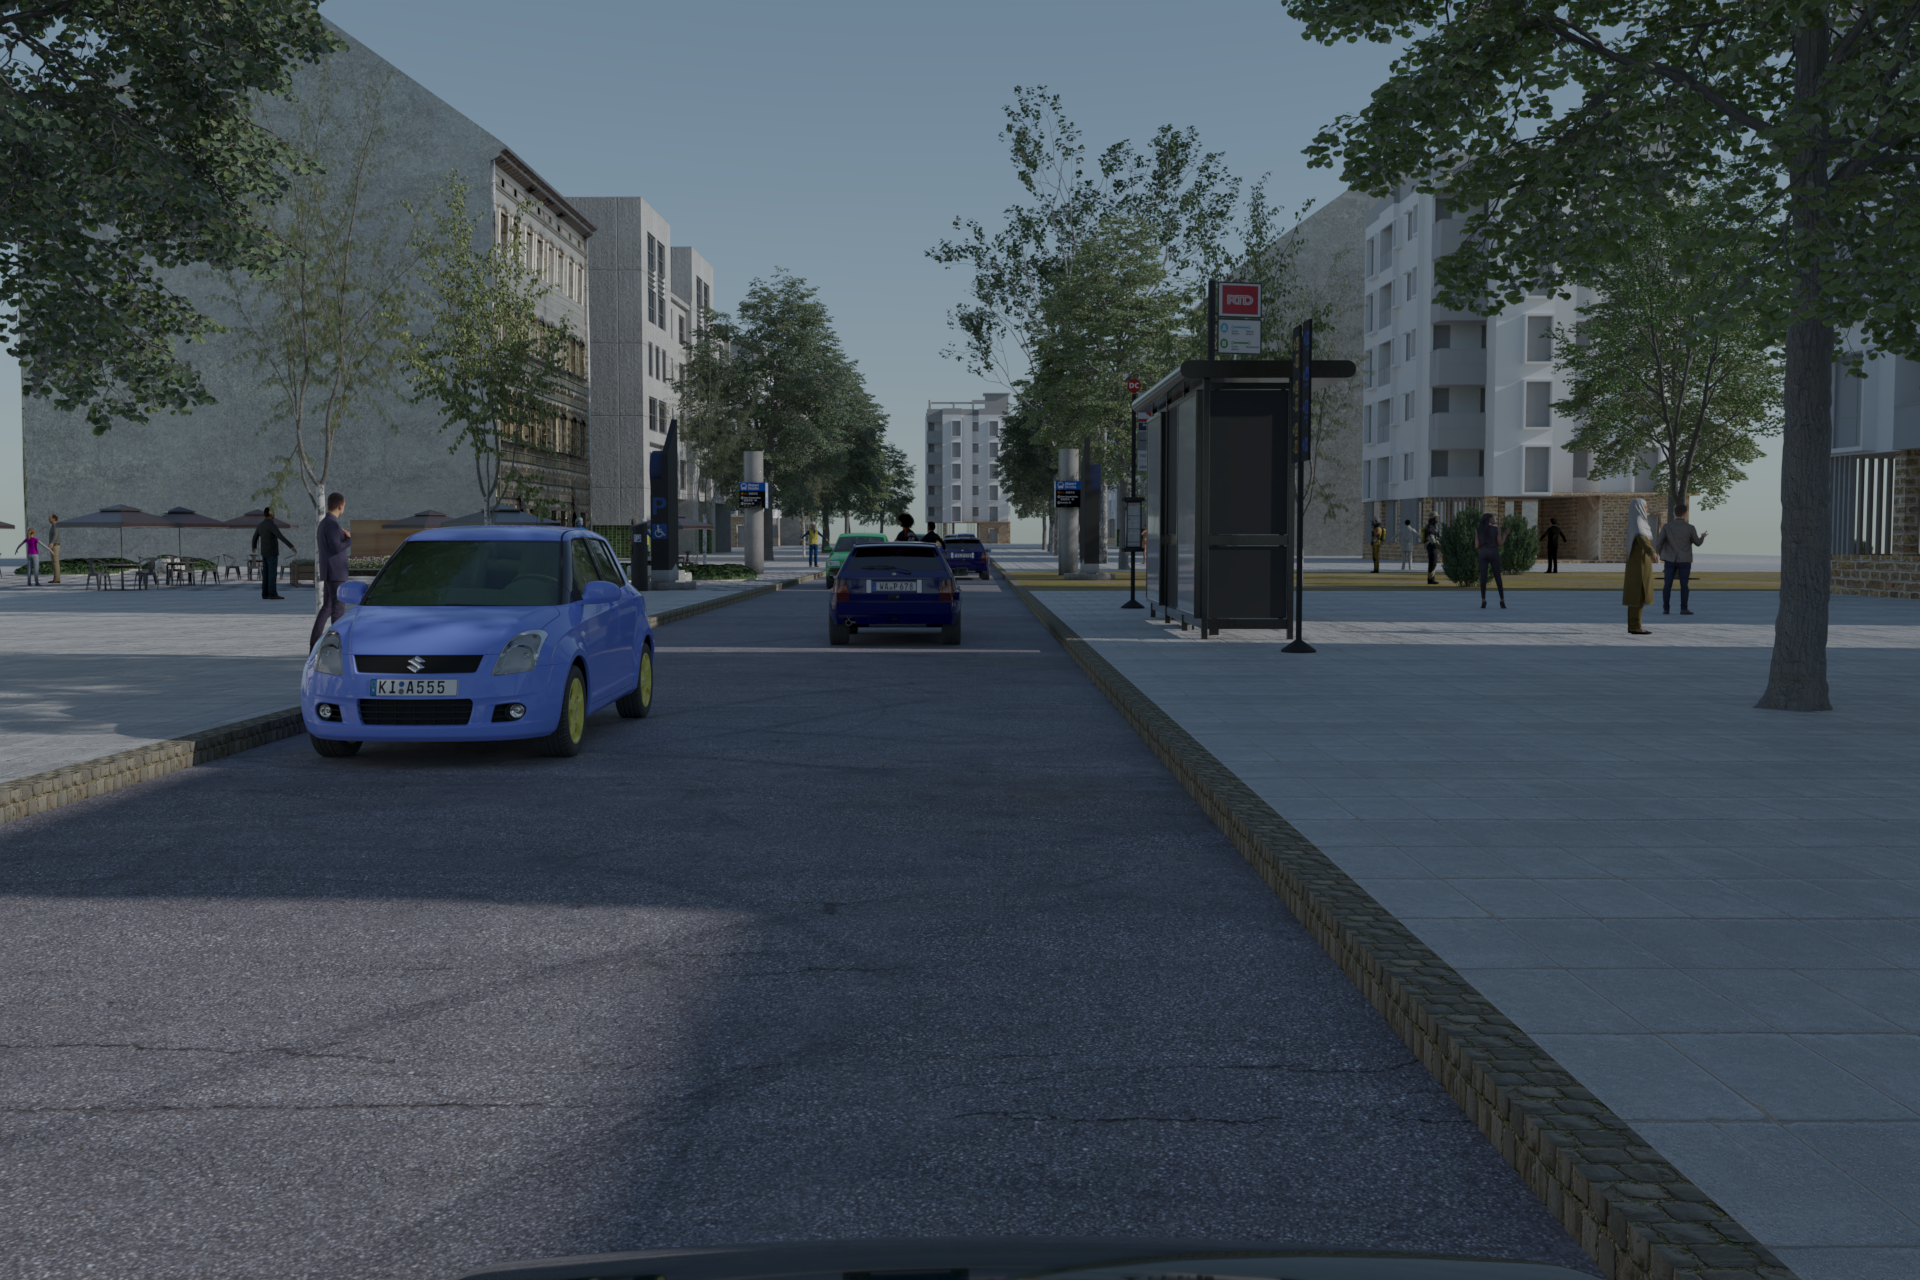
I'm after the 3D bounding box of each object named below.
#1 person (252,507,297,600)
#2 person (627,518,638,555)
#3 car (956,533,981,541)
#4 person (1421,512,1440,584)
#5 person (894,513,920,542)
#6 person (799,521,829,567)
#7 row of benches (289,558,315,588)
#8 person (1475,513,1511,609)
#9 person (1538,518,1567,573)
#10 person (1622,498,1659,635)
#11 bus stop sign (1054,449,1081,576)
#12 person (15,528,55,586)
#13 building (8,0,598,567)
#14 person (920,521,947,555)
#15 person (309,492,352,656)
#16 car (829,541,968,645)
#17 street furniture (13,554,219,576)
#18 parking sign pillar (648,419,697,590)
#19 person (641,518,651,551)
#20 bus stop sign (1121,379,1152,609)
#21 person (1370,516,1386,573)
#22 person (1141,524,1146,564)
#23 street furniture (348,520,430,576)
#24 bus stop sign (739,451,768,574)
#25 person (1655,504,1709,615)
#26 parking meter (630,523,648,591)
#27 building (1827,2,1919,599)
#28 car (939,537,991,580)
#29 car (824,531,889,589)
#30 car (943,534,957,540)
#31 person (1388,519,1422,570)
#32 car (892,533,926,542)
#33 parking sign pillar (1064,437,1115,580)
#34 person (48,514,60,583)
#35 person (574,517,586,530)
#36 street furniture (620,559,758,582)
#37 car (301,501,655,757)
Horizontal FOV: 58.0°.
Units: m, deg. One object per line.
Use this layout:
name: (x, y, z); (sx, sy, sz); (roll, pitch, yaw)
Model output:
person: (-13.530, -1.710, 34.017); (1.348, 1.821, 0.705); (2, 4, 33)
person: (-10.716, -3.111, 56.998); (0.705, 1.813, 1.348); (-1, 4, -22)
car: (0.350, -6.117, 109.597); (1.945, 1.707, 3.694); (0, 4, -1)
person: (12.107, -2.353, 44.256); (0.705, 1.856, 1.354); (1, 4, 18)
person: (-1.078, -1.514, 33.362); (0.704, 1.843, 1.345); (2, 4, 33)
person: (-5.671, -3.718, 67.252); (1.216, 1.772, 0.721); (-2, 4, -25)
row of benches: (-16.311, -1.695, 43.169); (1.422, 0.672, 4.104); (-1, 4, -23)
person: (9.179, -1.368, 29.875); (0.593, 1.643, 0.415); (-1, 4, -17)
person: (19.298, -3.075, 56.460); (1.347, 1.806, 0.705); (-2, 4, -24)
person: (8.774, -0.943, 22.194); (0.721, 1.736, 1.217); (1, 4, 12)
bus stop sign: (3.363, -3.957, 53.714); (0.837, 3.901, 0.837); (0, 4, 1)
person: (-22.861, -2.049, 42.764); (0.991, 1.433, 0.599); (0, 4, 2)
building: (-27.483, -15.014, 76.405); (19.493, 23.208, 18.063); (0, 4, -1)
person: (-0.763, -1.999, 41.870); (1.216, 1.740, 0.721); (-3, 5, -43)
person: (-6.472, -0.669, 17.906); (0.530, 1.710, 0.541); (-1, 4, -20)
car: (-0.854, -0.683, 23.749); (1.945, 1.354, 3.894); (0, 4, -1)
street furniture: (-28.113, -2.580, 57.804); (5.734, 0.657, 10.072); (-1, 4, -16)
parking sign pillar: (-6.837, -3.155, 40.059); (1.447, 3.967, 1.447); (0, 4, 1)
person: (-11.148, -3.381, 61.254); (1.349, 1.833, 0.705); (3, 5, 44)
bus stop sign: (3.205, -2.515, 29.817); (0.855, 3.939, 0.416); (0, 3, 0)
person: (13.626, -3.124, 56.845); (0.705, 1.858, 1.354); (1, 4, 15)
person: (7.953, -4.140, 74.493); (1.217, 1.733, 0.721); (-2, 4, -34)
street furniture: (-18.099, -2.971, 55.429); (9.812, 1.723, 11.010); (0, 4, -6)
bus stop sign: (-6.584, -4.053, 55.283); (0.837, 3.901, 0.837); (0, 4, -1)
person: (11.561, -1.294, 27.732); (0.617, 1.759, 0.750); (3, 5, 44)
parking meter: (-7.216, -1.868, 38.952); (0.372, 1.533, 0.369); (0, 3, 0)
building: (23.650, -10.971, 35.796); (16.016, 20.090, 11.380); (0, 4, 0)
car: (0.042, -2.618, 55.378); (1.945, 1.354, 3.894); (0, 4, -1)
car: (-2.638, -2.324, 46.798); (1.959, 1.807, 4.718); (0, 4, 0)
car: (-0.533, -7.262, 128.521); (2.009, 1.686, 4.222); (0, 4, 1)
person: (16.116, -3.437, 62.383); (1.347, 1.806, 0.705); (1, 4, 19)
car: (-2.195, -4.328, 79.553); (1.959, 1.807, 4.718); (0, 4, 0)
parking sign pillar: (3.655, -3.686, 48.732); (1.447, 3.967, 1.447); (0, 4, -1)
person: (-23.619, -2.376, 45.127); (0.705, 1.796, 1.348); (-2, 4, -28)
person: (-12.223, -3.036, 55.771); (0.704, 1.817, 1.347); (3, 4, 38)
street furniture: (-8.950, -1.913, 46.897); (5.734, 0.657, 10.072); (1, 4, 13)
car: (-3.284, -0.163, 12.250); (1.945, 1.707, 3.694); (0, 4, 0)
